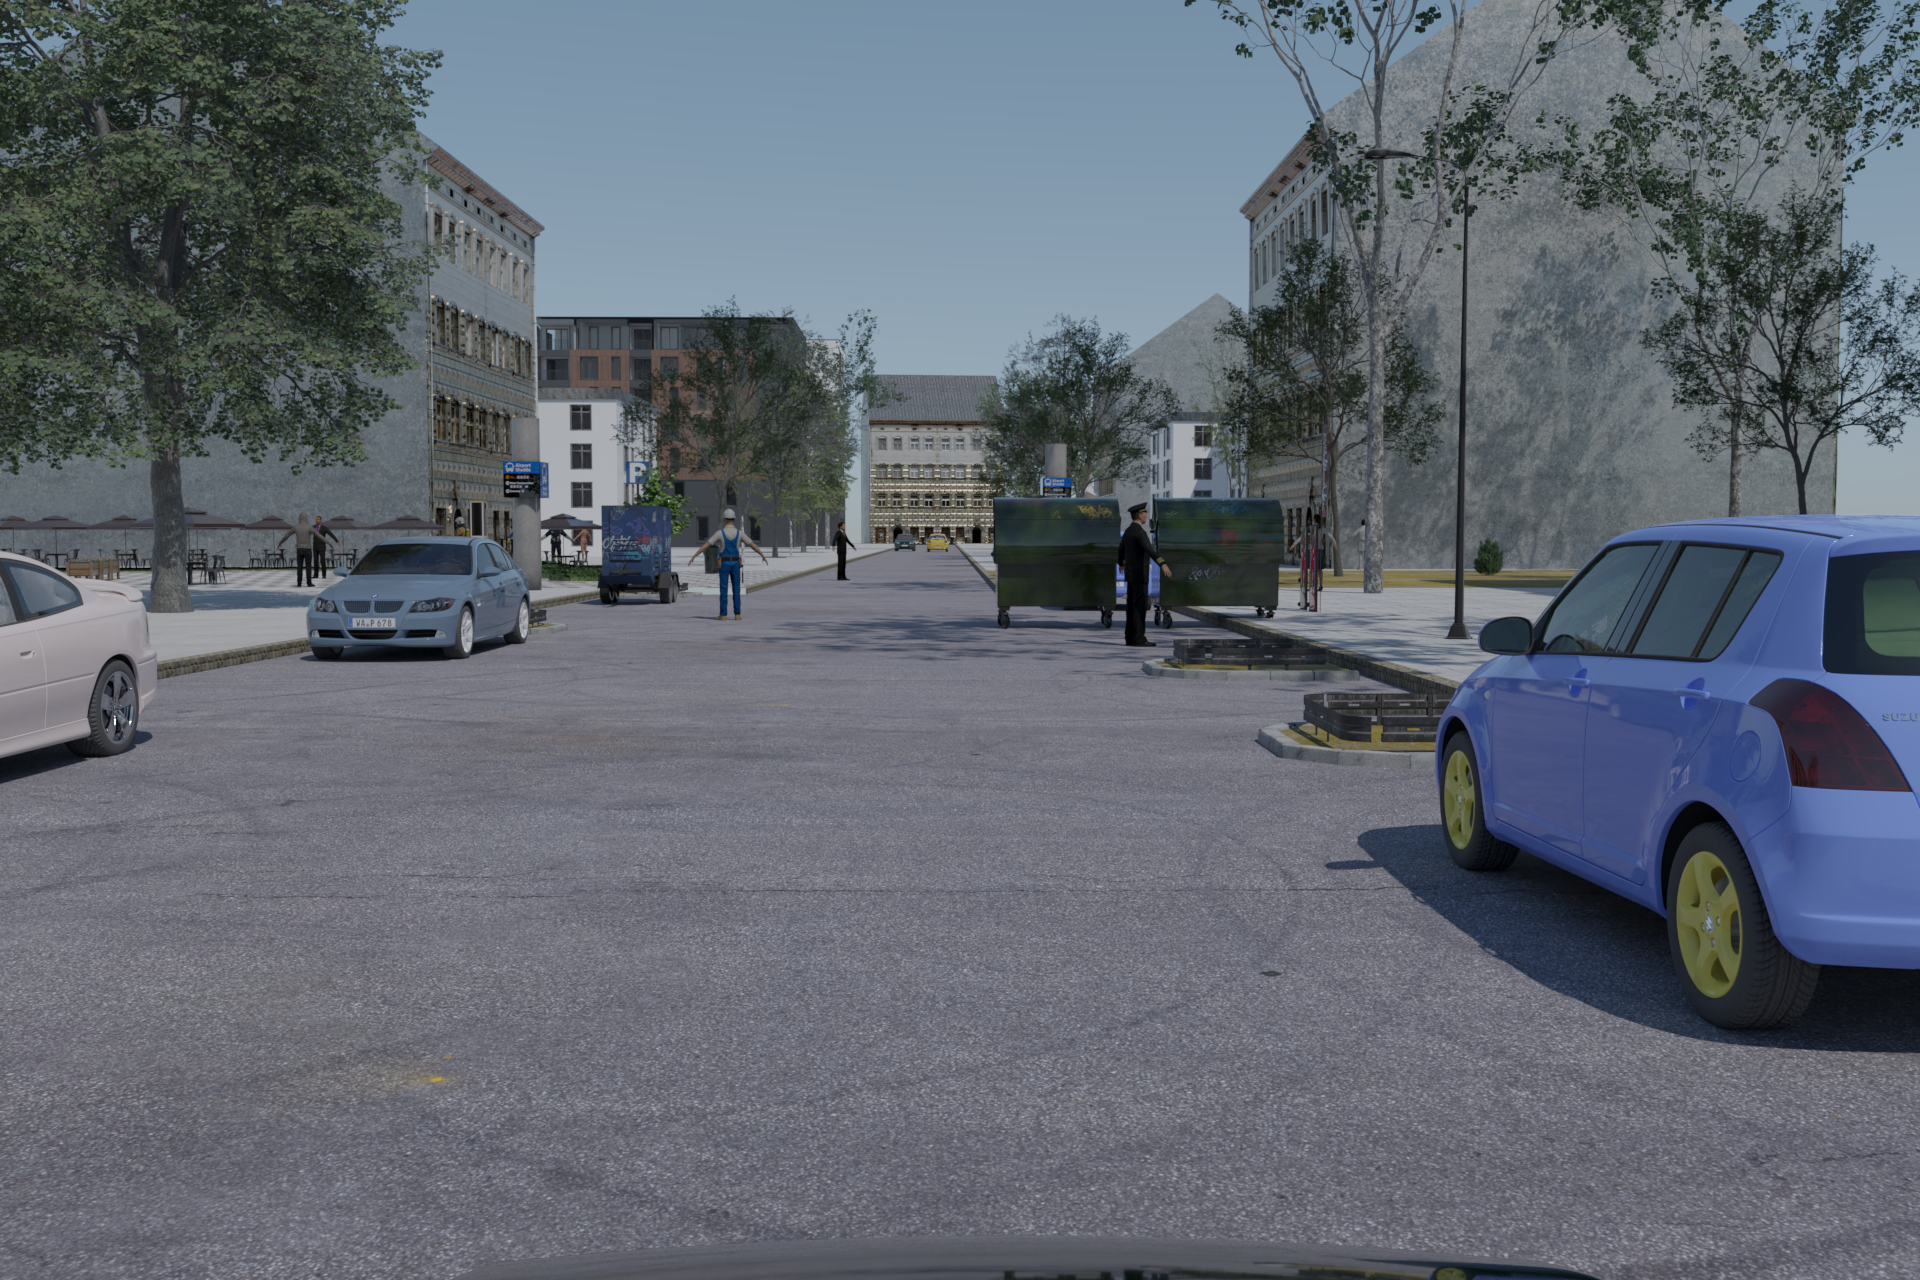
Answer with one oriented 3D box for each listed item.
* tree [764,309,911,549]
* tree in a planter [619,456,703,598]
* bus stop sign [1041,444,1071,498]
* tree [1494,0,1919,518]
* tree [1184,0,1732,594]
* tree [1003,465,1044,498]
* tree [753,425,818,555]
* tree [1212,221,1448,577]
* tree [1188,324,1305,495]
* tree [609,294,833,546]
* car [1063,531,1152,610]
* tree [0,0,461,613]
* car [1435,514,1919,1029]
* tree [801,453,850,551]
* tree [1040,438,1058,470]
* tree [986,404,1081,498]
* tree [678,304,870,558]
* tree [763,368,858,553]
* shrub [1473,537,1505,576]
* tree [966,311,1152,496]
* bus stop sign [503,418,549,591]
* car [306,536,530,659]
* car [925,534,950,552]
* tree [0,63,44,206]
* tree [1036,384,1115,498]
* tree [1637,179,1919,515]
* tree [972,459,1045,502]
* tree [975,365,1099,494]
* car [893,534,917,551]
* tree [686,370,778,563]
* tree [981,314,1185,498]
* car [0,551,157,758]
[{"bbox_3d":[-9.617,-17.629,144.118,12.611,20.169,13.585,0,3,0],"label":"tree"},{"bbox_3d":[-6.943,-2.581,39.429,1.991,3.239,1.994,0,4,0],"label":"tree in a planter"},{"bbox_3d":[2.804,-3.774,50.723,0.837,3.901,0.837,0,4,-2],"label":"bus stop sign"},{"bbox_3d":[23.567,-12.224,55.746,12.611,20.169,13.585,0,3,0],"label":"tree"},{"bbox_3d":[10.141,-11.014,35.974,12.611,20.169,13.585,0,3,0],"label":"tree"},{"bbox_3d":[5.122,-11.425,137.162,4.737,8.622,4.395,0,3,0],"label":"tree"},{"bbox_3d":[-10.046,-9.444,104.769,4.360,8.622,3.978,0,3,0],"label":"tree"},{"bbox_3d":[11.117,-7.199,52.109,7.601,10.594,8.767,1,4,20],"label":"tree"},{"bbox_3d":[9.672,-6.757,60.840,4.360,8.622,3.978,0,3,0],"label":"tree"},{"bbox_3d":[-9.491,-8.172,68.033,8.767,10.594,7.601,-1,4,-20],"label":"tree"},{"bbox_3d":[2.750,-1.479,33.768,1.945,1.707,3.694,0,4,0],"label":"car"},{"bbox_3d":[-13.020,-7.416,27.912,9.857,13.997,8.962,0,3,0],"label":"tree"},{"bbox_3d":[2.980,0.200,6.321,1.945,1.707,3.694,0,4,-1],"label":"car"},{"bbox_3d":[-10.415,-10.872,128.115,4.737,8.622,4.395,0,3,0],"label":"tree"},{"bbox_3d":[13.906,-23.130,234.063,12.611,20.169,13.585,0,3,0],"label":"tree"},{"bbox_3d":[5.411,-11.242,118.213,7.601,10.594,8.767,-2,4,-23],"label":"tree"},{"bbox_3d":[-9.910,-11.158,92.797,12.009,13.543,11.850,0,3,0],"label":"tree"},{"bbox_3d":[-10.403,-12.233,118.138,7.486,12.596,7.792,0,3,0],"label":"tree"},{"bbox_3d":[16.370,-2.599,53.614,1.383,1.207,1.383,0,3,0],"label":"shrub"},{"bbox_3d":[5.463,-11.277,94.750,12.009,13.543,11.850,0,3,0],"label":"tree"},{"bbox_3d":[-9.873,-3.085,39.458,0.837,3.901,0.837,0,3,0],"label":"bus stop sign"},{"bbox_3d":[-6.542,-0.573,21.370,2.014,1.417,4.499,0,4,-1],"label":"car"},{"bbox_3d":[-1.790,-7.894,139.283,2.015,1.641,3.980,0,4,0],"label":"car"},{"bbox_3d":[-12.191,-4.962,15.534,7.601,10.594,8.767,-2,4,-32],"label":"tree"},{"bbox_3d":[5.237,-8.049,81.960,4.360,8.622,3.978,0,3,0],"label":"tree"},{"bbox_3d":[22.006,-6.752,44.812,8.767,10.594,7.601,1,4,22],"label":"tree"},{"bbox_3d":[5.206,-12.843,144.390,8.767,10.594,7.601,0,4,-2],"label":"tree"},{"bbox_3d":[4.918,-11.033,106.151,9.928,11.665,9.643,0,3,0],"label":"tree"},{"bbox_3d":[-4.592,-8.276,145.094,2.009,1.686,4.222,0,4,0],"label":"car"},{"bbox_3d":[-9.532,-7.741,76.925,4.360,8.622,3.978,0,3,0],"label":"tree"},{"bbox_3d":[5.084,-8.559,74.351,8.767,10.594,7.601,-1,4,-15],"label":"tree"},{"bbox_3d":[-6.343,0.153,9.861,2.083,1.381,4.827,0,4,-1],"label":"car"}]
